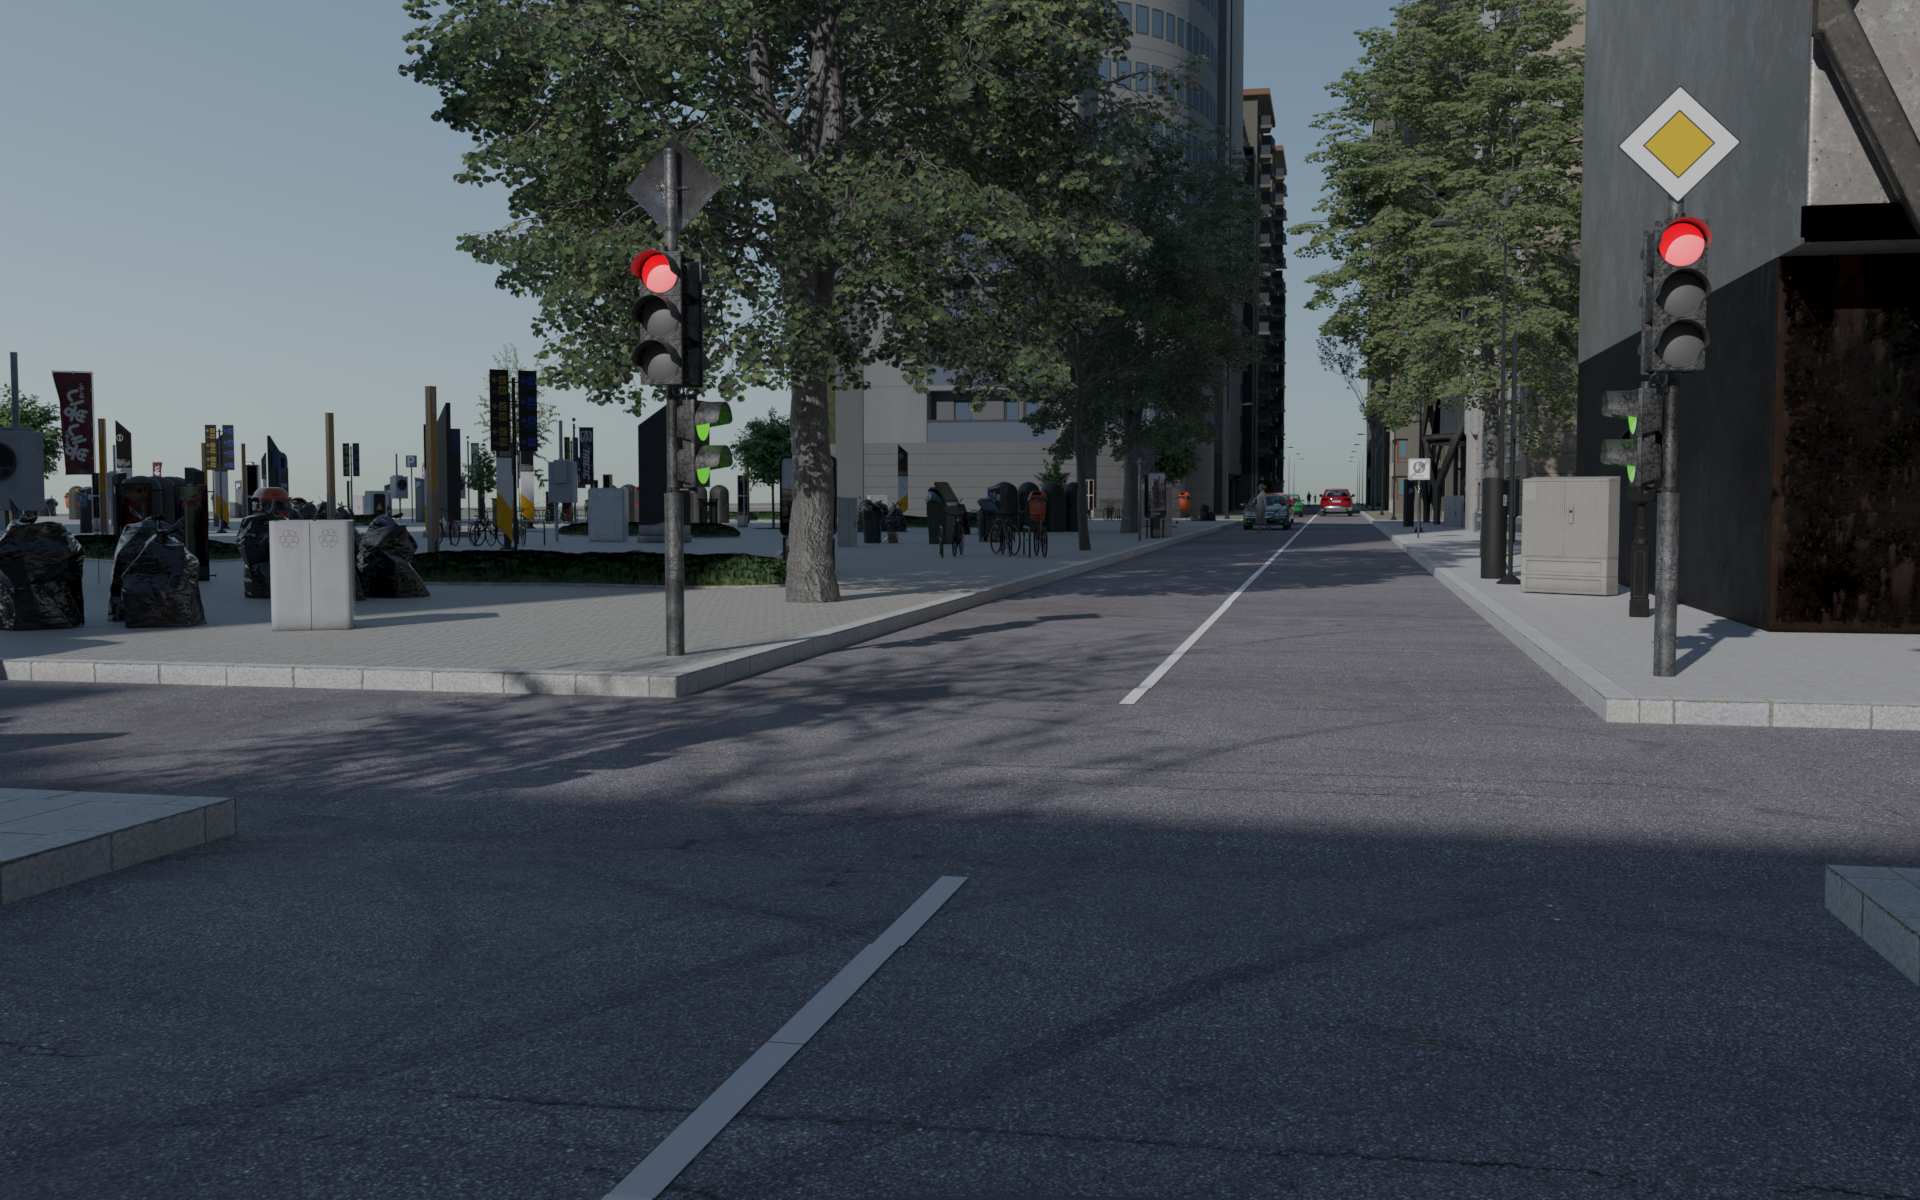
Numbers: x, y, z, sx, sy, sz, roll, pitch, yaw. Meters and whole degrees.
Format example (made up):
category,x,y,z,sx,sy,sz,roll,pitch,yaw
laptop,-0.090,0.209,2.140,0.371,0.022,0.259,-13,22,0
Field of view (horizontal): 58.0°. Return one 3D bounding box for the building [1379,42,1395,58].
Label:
category,x,y,z,sx,sy,sz,roll,pitch,yaw
building,64.516,-41.722,224.158,21.231,58.520,28.212,1,4,12

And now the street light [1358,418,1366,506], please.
category,x,y,z,sx,sy,sz,roll,pitch,yaw
street light,25.138,-8.118,105.277,1.470,5.913,1.316,1,4,12

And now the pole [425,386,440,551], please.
category,x,y,z,sx,sy,sz,roll,pitch,yaw
pole,-9.988,-2.381,32.778,0.158,3.312,0.155,0,3,0

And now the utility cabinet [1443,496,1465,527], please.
category,x,y,z,sx,sy,sz,roll,pitch,yaw
utility cabinet,19.346,-3.457,67.678,0.306,1.237,1.020,-2,4,-26

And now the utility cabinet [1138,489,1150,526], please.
category,x,y,z,sx,sy,sz,roll,pitch,yaw
utility cabinet,7.757,-3.725,69.587,1.173,1.500,0.318,2,4,25

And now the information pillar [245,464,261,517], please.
category,x,y,z,sx,sy,sz,roll,pitch,yaw
information pillar,-17.584,-2.363,43.129,0.304,2.012,0.304,-1,4,-12

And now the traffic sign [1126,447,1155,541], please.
category,x,y,z,sx,sy,sz,roll,pitch,yaw
traffic sign,4.881,-2.867,46.974,0.768,2.556,0.104,1,4,16

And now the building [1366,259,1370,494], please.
category,x,y,z,sx,sy,sz,roll,pitch,yaw
building,55.480,-26.524,205.361,14.160,30.474,14.107,1,4,12

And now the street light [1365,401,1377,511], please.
category,x,y,z,sx,sy,sz,roll,pitch,yaw
street light,20.779,-6.880,85.027,1.470,5.913,1.316,1,4,12

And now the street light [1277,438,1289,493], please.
category,x,y,z,sx,sy,sz,roll,pitch,yaw
street light,26.437,-10.520,144.542,1.470,5.913,1.316,1,4,12

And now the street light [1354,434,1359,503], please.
category,x,y,z,sx,sy,sz,roll,pitch,yaw
street light,31.143,-9.800,132.765,1.470,5.913,1.316,1,4,12

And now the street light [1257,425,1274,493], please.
category,x,y,z,sx,sy,sz,roll,pitch,yaw
street light,20.337,-8.791,116.275,1.470,5.913,1.316,1,4,12

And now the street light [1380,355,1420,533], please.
category,x,y,z,sx,sy,sz,roll,pitch,yaw
street light,14.716,-5.195,57.480,1.470,5.913,1.316,1,4,12

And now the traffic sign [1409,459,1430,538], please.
category,x,y,z,sx,sy,sz,roll,pitch,yaw
traffic sign,13.300,-2.941,50.212,0.606,2.300,0.079,1,4,18

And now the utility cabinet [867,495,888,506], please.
category,x,y,z,sx,sy,sz,roll,pitch,yaw
utility cabinet,-4.094,-4.586,86.149,1.020,1.237,0.306,-2,4,-33

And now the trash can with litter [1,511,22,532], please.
category,x,y,z,sx,sy,sz,roll,pitch,yaw
trash can with litter,-30.942,-2.734,56.082,1.055,1.170,0.624,-2,4,-28

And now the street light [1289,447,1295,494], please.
category,x,y,z,sx,sy,sz,roll,pitch,yaw
street light,31.939,-12.072,169.919,1.470,5.913,1.316,1,4,12

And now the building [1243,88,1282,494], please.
category,x,y,z,sx,sy,sz,roll,pitch,yaw
building,22.296,-32.499,185.978,22.147,44.769,28.867,1,4,12

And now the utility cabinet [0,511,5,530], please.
category,x,y,z,sx,sy,sz,roll,pitch,yaw
utility cabinet,-34.120,-3.106,61.938,0.306,1.237,1.020,1,4,15

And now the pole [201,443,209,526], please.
category,x,y,z,sx,sy,sz,roll,pitch,yaw
pole,-29.987,-4.584,68.787,0.158,3.312,0.155,0,3,0

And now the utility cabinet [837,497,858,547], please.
category,x,y,z,sx,sy,sz,roll,pitch,yaw
utility cabinet,-2.744,-1.908,42.361,0.306,1.237,1.020,1,4,9

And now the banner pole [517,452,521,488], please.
category,x,y,z,sx,sy,sz,roll,pitch,yaw
banner pole,-23.027,-6.199,91.365,0.401,3.779,0.863,3,5,41

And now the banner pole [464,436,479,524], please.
category,x,y,z,sx,sy,sz,roll,pitch,yaw
banner pole,-20.934,-5.160,74.386,0.863,3.779,0.401,2,4,27

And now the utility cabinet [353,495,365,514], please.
category,x,y,z,sx,sy,sz,roll,pitch,yaw
utility cabinet,-32.638,-5.070,94.061,1.020,1.237,0.306,2,4,35

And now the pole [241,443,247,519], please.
category,x,y,z,sx,sy,sz,roll,pitch,yaw
pole,-28.782,-4.635,69.620,0.158,3.312,0.155,0,3,0

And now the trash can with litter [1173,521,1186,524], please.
category,x,y,z,sx,sy,sz,roll,pitch,yaw
trash can with litter,8.692,-3.855,74.091,2.233,1.210,1.678,-1,4,-14

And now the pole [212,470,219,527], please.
category,x,y,z,sx,sy,sz,roll,pitch,yaw
pole,-29.217,-4.532,67.947,0.158,3.312,0.155,0,3,0

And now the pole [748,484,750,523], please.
category,x,y,z,sx,sy,sz,roll,pitch,yaw
pole,-9.286,-4.994,75.502,0.158,3.312,0.155,0,3,0

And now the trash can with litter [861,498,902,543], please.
category,x,y,z,sx,sy,sz,roll,pitch,yaw
trash can with litter,-2.053,-2.072,45.265,1.055,1.170,0.624,-1,4,-9

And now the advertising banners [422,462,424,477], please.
category,x,y,z,sx,sy,sz,roll,pitch,yaw
advertising banners,-29.283,-6.063,95.310,0.090,3.025,2.074,-2,4,-32

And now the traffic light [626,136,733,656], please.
category,x,y,z,sx,sy,sz,roll,pitch,yaw
traffic light,-2.246,-1.512,13.650,0.839,4.253,0.868,1,4,12

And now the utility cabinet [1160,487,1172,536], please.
category,x,y,z,sx,sy,sz,roll,pitch,yaw
utility cabinet,6.098,-2.658,52.132,0.318,1.500,1.173,1,4,20

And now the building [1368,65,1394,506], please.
category,x,y,z,sx,sy,sz,roll,pitch,yaw
building,55.151,-34.391,185.988,21.300,48.544,21.600,1,4,12

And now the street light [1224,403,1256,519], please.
category,x,y,z,sx,sy,sz,roll,pitch,yaw
street light,14.230,-7.095,88.544,1.470,5.913,1.316,1,4,12

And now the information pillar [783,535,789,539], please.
category,x,y,z,sx,sy,sz,roll,pitch,yaw
information pillar,-4.921,-2.770,49.782,0.304,2.012,0.304,0,4,-1

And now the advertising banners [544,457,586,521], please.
category,x,y,z,sx,sy,sz,roll,pitch,yaw
advertising banners,-18.559,-5.226,81.635,2.074,3.025,0.090,-1,4,-10

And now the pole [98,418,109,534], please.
category,x,y,z,sx,sy,sz,roll,pitch,yaw
pole,-23.128,-3.237,46.770,0.158,3.312,0.155,0,3,0

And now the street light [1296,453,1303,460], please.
category,x,y,z,sx,sy,sz,roll,pitch,yaw
street light,38.145,-13.784,197.901,1.470,5.913,1.316,1,4,12

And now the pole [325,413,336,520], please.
category,x,y,z,sx,sy,sz,roll,pitch,yaw
pole,-15.773,-3.032,43.417,0.158,3.312,0.155,0,3,0

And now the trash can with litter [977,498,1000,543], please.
category,x,y,z,sx,sy,sz,roll,pitch,yaw
trash can with litter,0.869,-2.131,46.223,0.624,1.170,1.055,-2,4,-25

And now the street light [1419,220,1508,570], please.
category,x,y,z,sx,sy,sz,roll,pitch,yaw
street light,8.651,-3.478,29.413,1.470,5.913,1.316,1,4,12

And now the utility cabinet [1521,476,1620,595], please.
category,x,y,z,sx,sy,sz,roll,pitch,yaw
utility cabinet,7.766,-0.820,22.082,0.318,1.500,1.173,-3,5,-42

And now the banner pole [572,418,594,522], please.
category,x,y,z,sx,sy,sz,roll,pitch,yaw
banner pole,-12.419,-4.088,56.862,0.863,3.779,0.401,-1,4,-17

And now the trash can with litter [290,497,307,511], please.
category,x,y,z,sx,sy,sz,roll,pitch,yaw
trash can with litter,-22.985,-2.996,60.376,0.624,1.170,1.055,0,4,-3

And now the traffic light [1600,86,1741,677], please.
category,x,y,z,sx,sy,sz,roll,pitch,yaw
traffic light,4.950,-1.418,12.104,0.839,4.253,0.868,1,4,12

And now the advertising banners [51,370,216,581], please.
category,x,y,z,sx,sy,sz,roll,pitch,yaw
advertising banners,-11.915,-1.764,25.033,2.074,3.025,0.090,-2,4,-27

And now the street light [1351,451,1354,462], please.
category,x,y,z,sx,sy,sz,roll,pitch,yaw
street light,37.160,-11.488,160.363,1.470,5.913,1.316,1,4,12
